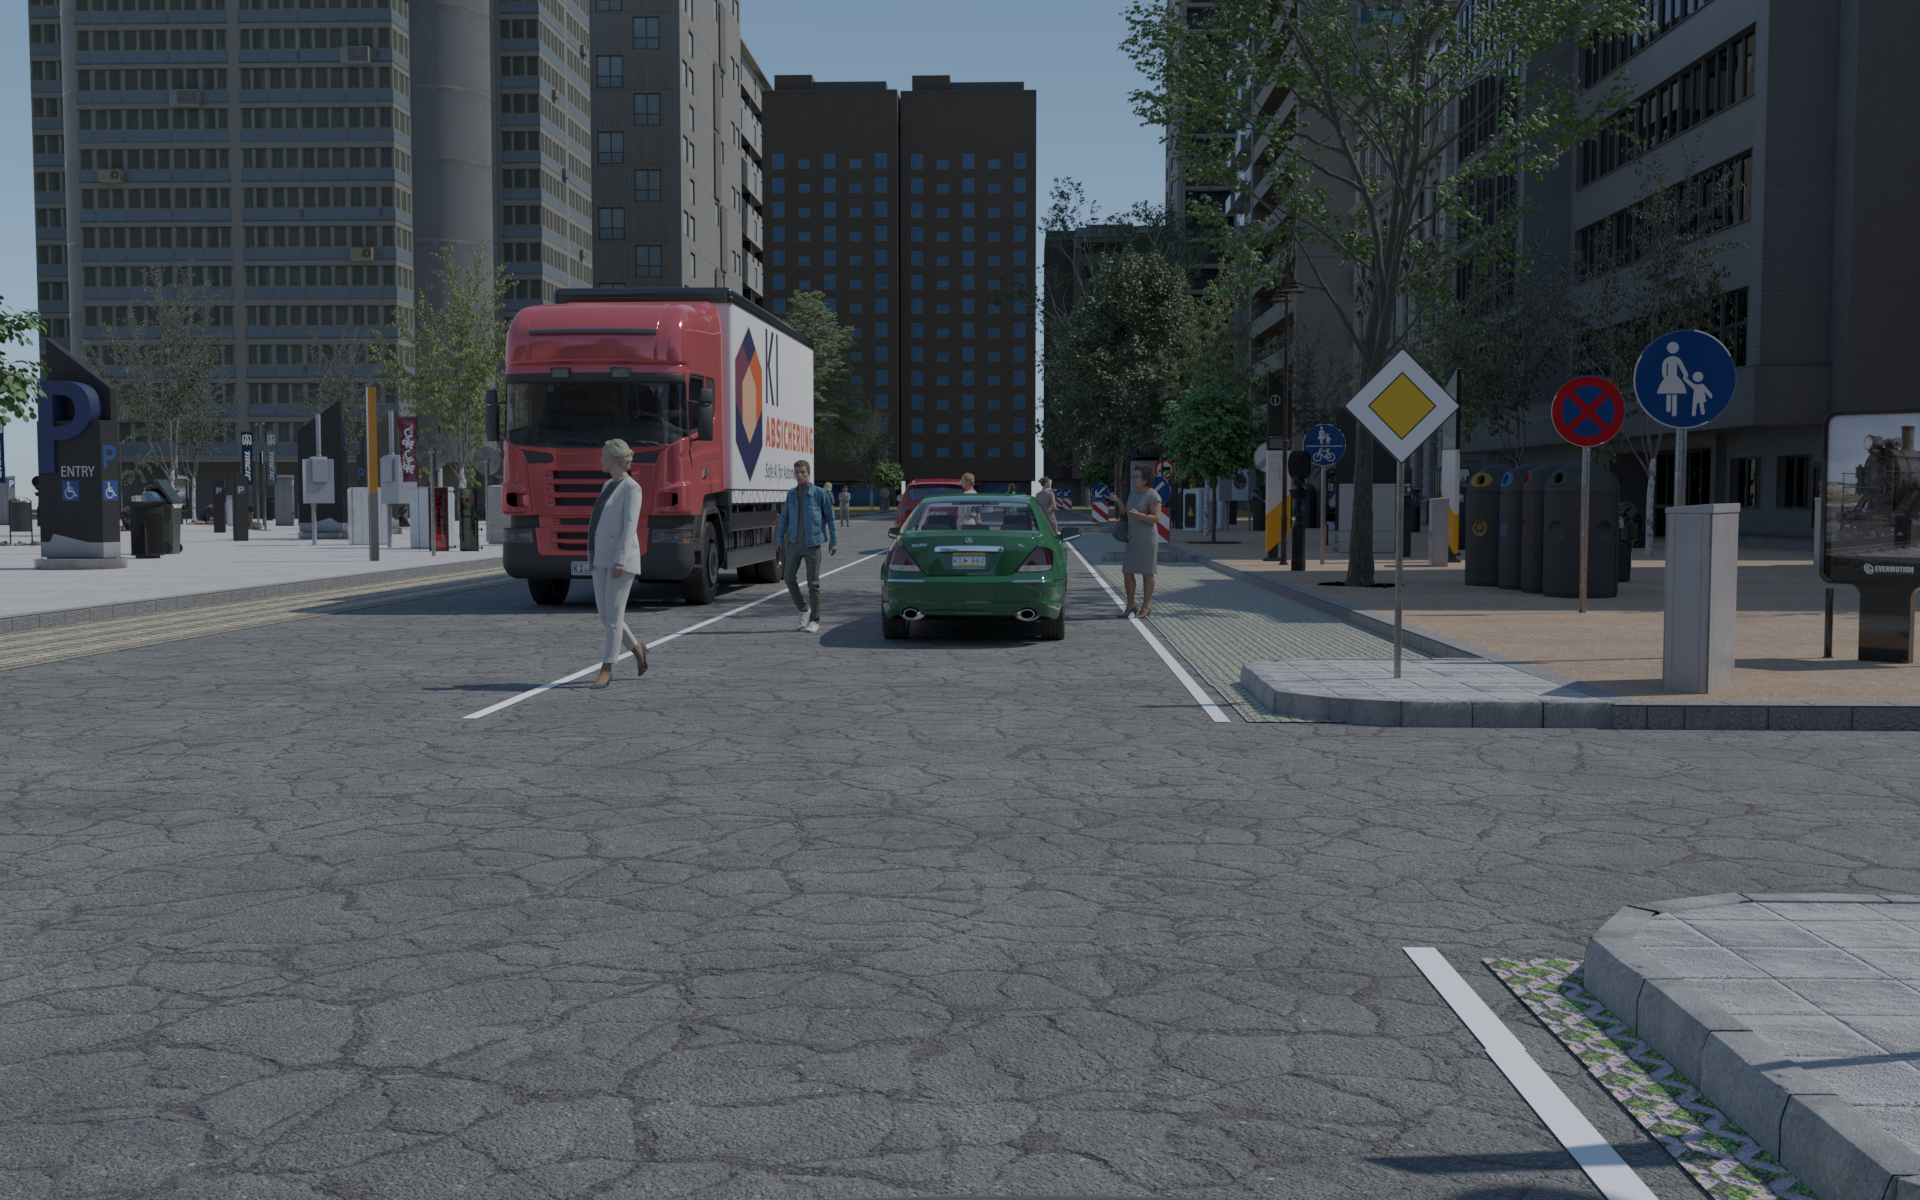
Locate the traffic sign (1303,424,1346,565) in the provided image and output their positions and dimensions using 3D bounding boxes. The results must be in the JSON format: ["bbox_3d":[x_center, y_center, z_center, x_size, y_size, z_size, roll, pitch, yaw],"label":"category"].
[{"bbox_3d":[6.603,-1.919,31.475,0.768,2.556,0.104,0,4,7],"label":"traffic sign"}]

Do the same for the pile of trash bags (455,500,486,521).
[{"bbox_3d":[-22.695,-4.450,82.511,1.912,1.369,3.447,-3,4,-37],"label":"pile of trash bags"}]

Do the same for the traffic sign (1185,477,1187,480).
[{"bbox_3d":[9.229,-4.431,72.554,0.768,2.556,0.104,0,4,8],"label":"traffic sign"}]

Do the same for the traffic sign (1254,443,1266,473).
[{"bbox_3d":[7.590,-2.595,42.541,0.768,2.556,0.104,1,4,11],"label":"traffic sign"}]

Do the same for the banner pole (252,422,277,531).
[{"bbox_3d":[-24.111,-4.306,60.420,0.863,3.779,0.401,2,4,28],"label":"banner pole"}]

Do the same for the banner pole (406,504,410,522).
[{"bbox_3d":[-25.707,-5.561,80.931,0.401,3.779,0.863,2,4,24],"label":"banner pole"}]

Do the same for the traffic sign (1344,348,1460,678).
[{"bbox_3d":[3.044,-0.511,12.004,0.795,2.450,0.064,0,4,2],"label":"traffic sign"}]

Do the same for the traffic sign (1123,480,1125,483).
[{"bbox_3d":[8.592,-5.309,86.804,0.884,2.594,0.081,1,4,8],"label":"traffic sign"}]

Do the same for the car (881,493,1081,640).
[{"bbox_3d":[0.228,-0.410,18.497,2.131,1.459,4.920,0,4,4],"label":"car"}]

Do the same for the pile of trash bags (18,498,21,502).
[{"bbox_3d":[-48.553,-4.753,87.462,1.912,1.369,3.447,0,4,-3],"label":"pile of trash bags"}]

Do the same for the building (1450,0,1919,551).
[{"bbox_3d":[25.078,-14.204,51.304,14.314,24.678,30.058,0,4,2],"label":"building"}]

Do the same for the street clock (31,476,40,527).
[{"bbox_3d":[-36.395,-3.908,68.462,0.471,2.002,0.358,-1,4,-18],"label":"street clock"}]

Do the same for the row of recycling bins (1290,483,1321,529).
[{"bbox_3d":[13.335,-3.536,64.924,3.534,1.692,1.069,2,4,33],"label":"row of recycling bins"}]

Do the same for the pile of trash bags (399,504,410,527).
[{"bbox_3d":[-22.920,-3.574,68.180,1.912,1.369,3.447,-2,4,-31],"label":"pile of trash bags"}]

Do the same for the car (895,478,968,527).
[{"bbox_3d":[-0.499,-2.125,43.421,2.281,1.827,5.304,0,4,2],"label":"car"}]

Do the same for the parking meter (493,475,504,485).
[{"bbox_3d":[-14.150,-2.908,53.257,0.255,1.863,0.399,-3,5,-44],"label":"parking meter"}]

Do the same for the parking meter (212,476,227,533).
[{"bbox_3d":[-24.507,-3.159,57.353,0.399,1.863,0.255,-1,4,-18],"label":"parking meter"}]

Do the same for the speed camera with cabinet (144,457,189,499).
[{"bbox_3d":[-39.418,-5.606,85.989,0.660,3.252,2.038,3,4,36],"label":"speed camera with cabinet"}]

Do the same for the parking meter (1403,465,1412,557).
[{"bbox_3d":[9.028,-1.805,35.218,0.255,1.863,0.399,0,4,6],"label":"parking meter"}]

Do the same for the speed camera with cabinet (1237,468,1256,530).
[{"bbox_3d":[9.578,-4.149,62.172,2.038,3.252,0.660,3,4,38],"label":"speed camera with cabinet"}]

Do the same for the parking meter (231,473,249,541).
[{"bbox_3d":[-19.610,-2.539,47.221,0.399,1.863,0.255,-2,4,-35],"label":"parking meter"}]

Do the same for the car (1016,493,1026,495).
[{"bbox_3d":[3.837,-6.580,116.375,1.959,1.807,4.718,0,4,4],"label":"car"}]

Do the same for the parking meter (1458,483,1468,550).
[{"bbox_3d":[11.608,-1.918,39.768,0.372,1.533,0.369,0,3,0],"label":"parking meter"}]

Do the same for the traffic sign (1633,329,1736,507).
[{"bbox_3d":[5.600,-0.818,13.474,0.768,2.556,0.104,0,4,6],"label":"traffic sign"}]

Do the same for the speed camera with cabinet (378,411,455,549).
[{"bbox_3d":[-12.807,-2.846,40.871,2.038,3.252,0.660,2,4,35],"label":"speed camera with cabinet"}]

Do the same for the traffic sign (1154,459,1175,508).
[{"bbox_3d":[7.414,-3.835,62.815,0.768,2.556,0.104,1,4,10],"label":"traffic sign"}]

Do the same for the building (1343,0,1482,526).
[{"bbox_3d":[24.023,-15.136,76.351,11.050,23.489,19.941,0,4,2],"label":"building"}]

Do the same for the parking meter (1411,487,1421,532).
[{"bbox_3d":[15.247,-3.037,58.072,0.372,1.533,0.369,0,3,0],"label":"parking meter"}]

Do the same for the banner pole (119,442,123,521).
[{"bbox_3d":[-40.640,-5.722,83.579,0.401,3.779,0.863,1,4,11],"label":"banner pole"}]

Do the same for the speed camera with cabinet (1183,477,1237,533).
[{"bbox_3d":[8.332,-3.917,58.376,0.660,3.252,2.038,-2,4,-28],"label":"speed camera with cabinet"}]

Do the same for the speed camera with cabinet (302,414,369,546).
[{"bbox_3d":[-15.405,-3.009,43.537,2.038,3.252,0.660,-2,4,-28],"label":"speed camera with cabinet"}]

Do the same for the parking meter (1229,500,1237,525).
[{"bbox_3d":[11.429,-4.093,72.625,0.399,1.863,0.255,-1,4,-12],"label":"parking meter"}]

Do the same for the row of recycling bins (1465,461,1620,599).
[{"bbox_3d":[7.688,-0.969,22.959,1.069,1.692,3.534,0,4,-4],"label":"row of recycling bins"}]

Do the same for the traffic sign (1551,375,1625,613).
[{"bbox_3d":[6.734,-1.134,18.654,0.768,2.556,0.104,0,4,7],"label":"traffic sign"}]

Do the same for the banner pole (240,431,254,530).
[{"bbox_3d":[-24.959,-4.343,61.026,0.401,3.779,0.863,2,4,29],"label":"banner pole"}]

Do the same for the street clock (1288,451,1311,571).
[{"bbox_3d":[5.655,-1.488,28.895,0.358,2.002,0.471,2,4,34],"label":"street clock"}]

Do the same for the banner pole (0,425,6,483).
[{"bbox_3d":[-27.059,-3.576,48.492,0.401,3.779,0.863,1,4,18],"label":"banner pole"}]

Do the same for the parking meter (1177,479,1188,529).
[{"bbox_3d":[8.147,-3.532,63.465,0.255,1.863,0.399,-2,4,-30],"label":"parking meter"}]

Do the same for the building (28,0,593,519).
[{"bbox_3d":[-34.929,-24.972,100.179,32.217,40.220,23.993,0,4,2],"label":"building"}]

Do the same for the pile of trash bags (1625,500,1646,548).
[{"bbox_3d":[15.095,-1.988,42.261,1.912,1.369,3.447,-2,4,-24],"label":"pile of trash bags"}]

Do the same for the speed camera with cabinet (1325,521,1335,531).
[{"bbox_3d":[13.230,-4.063,60.765,0.660,3.252,2.038,0,4,-5],"label":"speed camera with cabinet"}]
